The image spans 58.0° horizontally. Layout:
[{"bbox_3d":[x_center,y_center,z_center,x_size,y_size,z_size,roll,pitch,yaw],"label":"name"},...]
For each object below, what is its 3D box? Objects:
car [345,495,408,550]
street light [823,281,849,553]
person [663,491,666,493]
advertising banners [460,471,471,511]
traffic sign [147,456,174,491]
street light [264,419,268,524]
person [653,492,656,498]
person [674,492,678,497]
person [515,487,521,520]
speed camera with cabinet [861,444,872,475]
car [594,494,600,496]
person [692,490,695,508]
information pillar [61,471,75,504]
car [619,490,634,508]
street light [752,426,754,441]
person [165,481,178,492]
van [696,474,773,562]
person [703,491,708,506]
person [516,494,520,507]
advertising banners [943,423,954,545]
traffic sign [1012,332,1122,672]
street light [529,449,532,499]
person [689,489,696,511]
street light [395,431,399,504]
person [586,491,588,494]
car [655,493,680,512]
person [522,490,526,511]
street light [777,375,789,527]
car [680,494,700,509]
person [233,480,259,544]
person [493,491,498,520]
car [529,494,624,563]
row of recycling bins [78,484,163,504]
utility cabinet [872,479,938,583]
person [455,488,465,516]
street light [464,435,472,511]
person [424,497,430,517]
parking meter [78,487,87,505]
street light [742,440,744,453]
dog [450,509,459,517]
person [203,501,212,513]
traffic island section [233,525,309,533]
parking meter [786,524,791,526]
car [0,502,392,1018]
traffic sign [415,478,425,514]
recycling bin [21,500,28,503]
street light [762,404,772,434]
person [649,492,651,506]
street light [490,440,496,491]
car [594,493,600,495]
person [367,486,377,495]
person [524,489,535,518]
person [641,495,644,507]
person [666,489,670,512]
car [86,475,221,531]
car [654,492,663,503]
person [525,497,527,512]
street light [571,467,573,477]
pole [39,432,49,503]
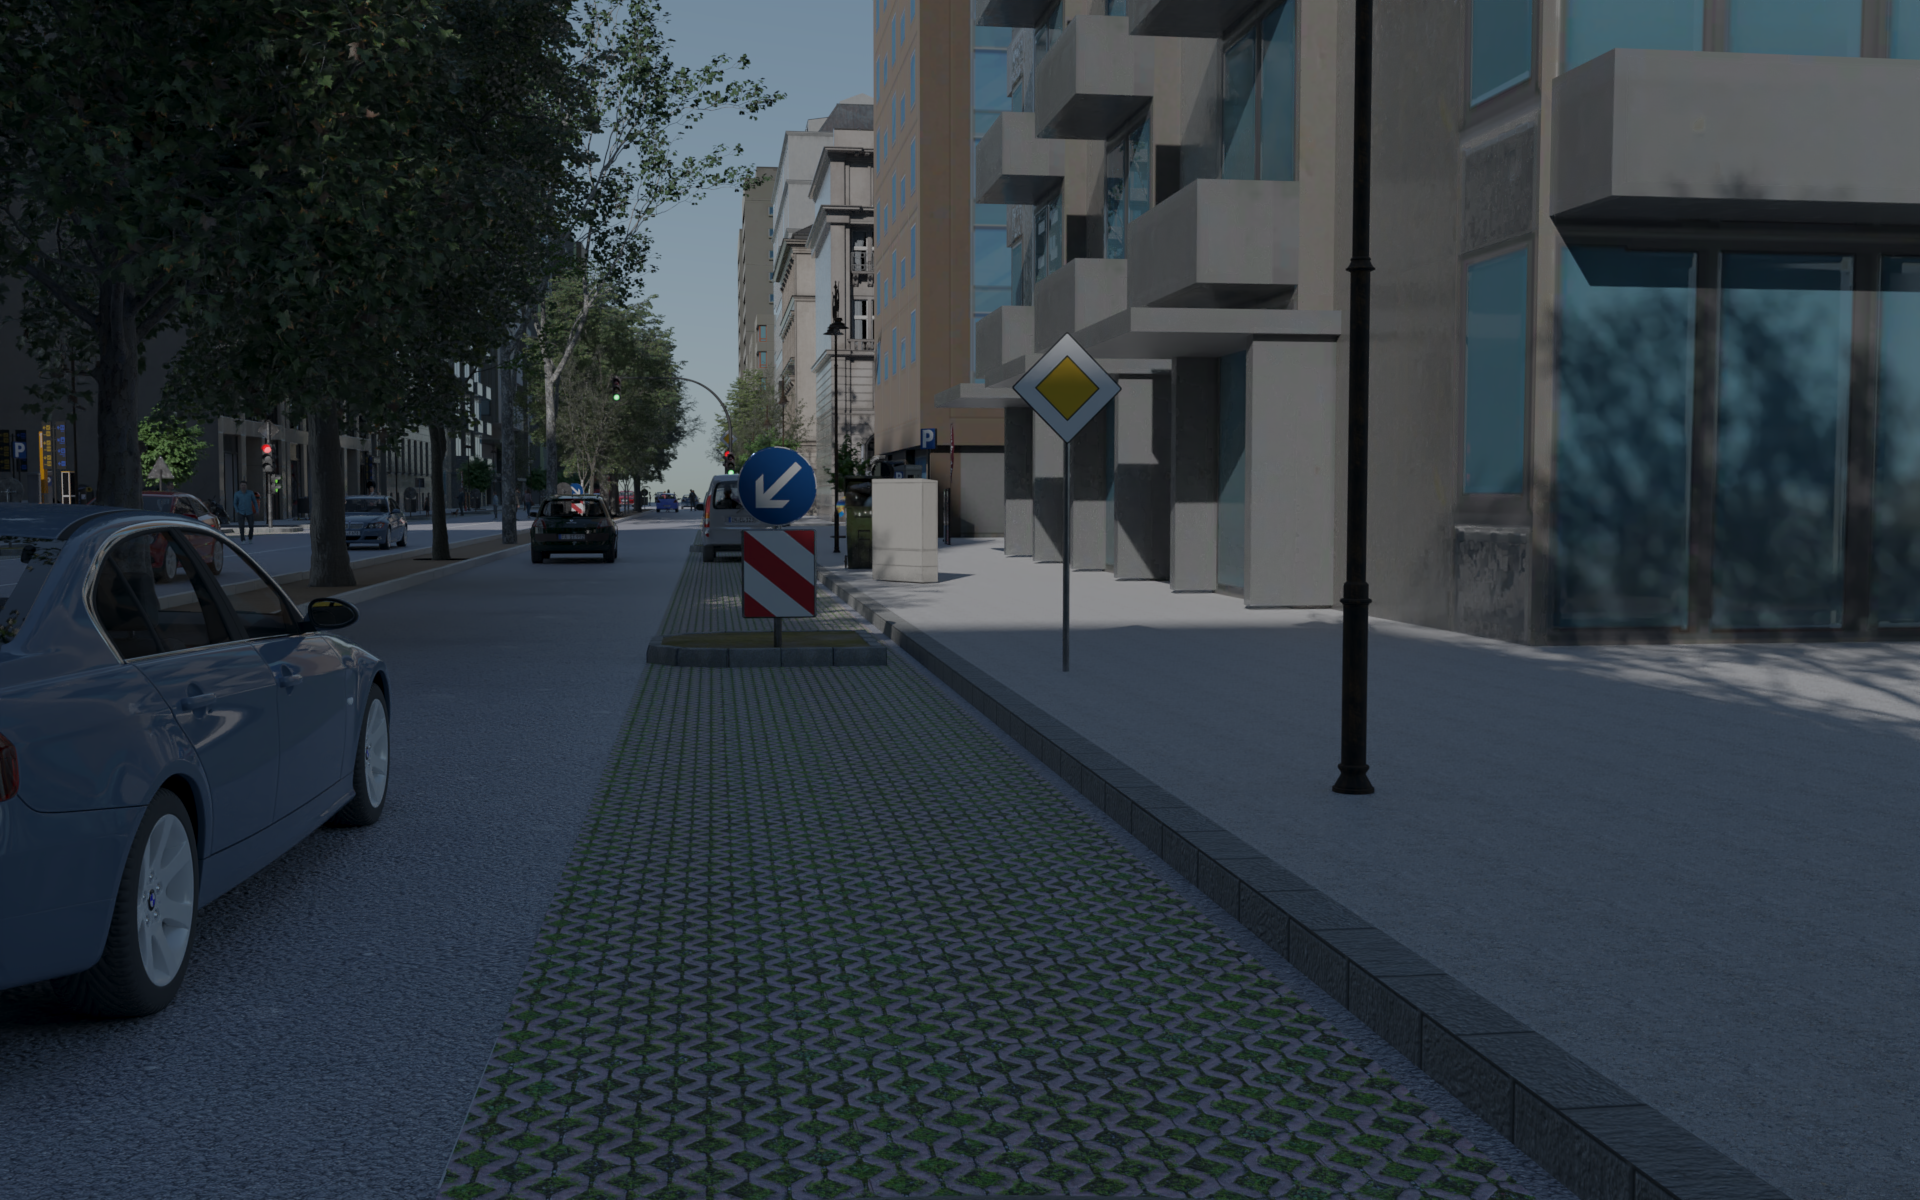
[{"bbox_3d":[-15.781,-2.073,45.904,2.014,1.417,4.499,-1,4,-9],"label":"car"},{"bbox_3d":[-2.695,-3.970,37.699,0.468,5.910,1.993,-1,4,-8],"label":"street light"},{"bbox_3d":[-29.635,-10.099,174.343,1.217,1.743,0.721,2,4,32],"label":"person"},{"bbox_3d":[-37.386,-8.241,130.935,0.090,3.025,2.074,0,4,4],"label":"advertising banners"},{"bbox_3d":[-27.060,-3.587,58.648,0.884,2.594,0.081,0,4,-5],"label":"traffic sign"},{"bbox_3d":[-29.311,-6.139,73.165,0.468,5.910,1.993,-1,4,-8],"label":"street light"},{"bbox_3d":[-53.035,-17.882,301.656,1.217,1.735,0.721,-1,4,-21],"label":"person"},{"bbox_3d":[-50.481,-18.203,306.127,1.348,1.823,0.705,1,4,20],"label":"person"},{"bbox_3d":[-24.267,-5.257,94.626,0.473,1.802,0.592,-2,4,-28],"label":"person"},{"bbox_3d":[-3.323,-4.549,68.714,0.660,3.252,2.038,-3,4,-37],"label":"speed camera with cabinet"},{"bbox_3d":[-26.393,-6.979,123.894,2.009,1.686,4.222,0,4,-6],"label":"car"},{"bbox_3d":[-28.208,-10.698,183.037,1.348,1.869,0.705,2,4,26],"label":"person"},{"bbox_3d":[-28.984,-3.173,56.373,0.304,2.012,0.304,1,4,13],"label":"information pillar"},{"bbox_3d":[-35.628,-10.788,185.058,2.281,1.827,5.304,0,4,-6],"label":"car"},{"bbox_3d":[-14.107,-8.909,118.448,0.468,5.910,1.993,-1,4,-8],"label":"street light"},{"bbox_3d":[-23.886,-2.674,52.326,0.635,1.810,0.391,-3,5,-45],"label":"person"},{"bbox_3d":[-4.749,-1.875,37.675,2.013,2.044,4.112,0,4,-7],"label":"van"},{"bbox_3d":[-8.909,-3.284,62.212,0.660,1.820,0.620,-1,4,-12],"label":"person"},{"bbox_3d":[-20.279,-4.282,78.293,0.659,1.850,0.755,0,4,-6],"label":"person"},{"bbox_3d":[-0.294,-2.904,43.676,0.090,3.025,2.074,0,4,-6],"label":"advertising banners"},{"bbox_3d":[0.763,-0.689,12.455,0.795,2.450,0.064,0,4,-7],"label":"traffic sign"},{"bbox_3d":[-44.358,-12.611,178.983,0.468,5.910,1.993,-1,4,-8],"label":"street light"},{"bbox_3d":[-22.393,-8.372,145.182,0.655,1.846,0.447,-1,4,-13],"label":"person"},{"bbox_3d":[-33.638,-7.984,103.331,0.468,5.910,1.993,-1,4,-8],"label":"street light"},{"bbox_3d":[-40.930,-11.060,189.886,0.990,1.755,0.434,2,4,34],"label":"person"},{"bbox_3d":[-22.986,-7.739,136.122,1.945,1.707,3.694,0,4,-8],"label":"car"},{"bbox_3d":[-37.711,-8.646,150.416,0.990,1.755,0.434,2,4,35],"label":"person"},{"bbox_3d":[-6.863,-5.782,67.319,0.468,5.910,1.993,-1,4,-8],"label":"street light"},{"bbox_3d":[-25.787,-9.385,165.450,2.014,1.417,4.499,-1,4,-9],"label":"car"},{"bbox_3d":[-20.443,-2.512,49.591,0.660,1.820,0.620,-2,4,-30],"label":"person"},{"bbox_3d":[-26.207,-5.345,97.694,0.330,1.601,0.589,0,4,4],"label":"person"},{"bbox_3d":[-8.276,-1.683,37.301,2.009,1.686,4.222,-1,4,-10],"label":"car"},{"bbox_3d":[-35.264,-3.999,72.492,3.534,1.692,1.069,-3,4,-37],"label":"row of recycling bins"},{"bbox_3d":[-0.798,-1.012,25.220,0.318,1.500,1.173,-3,5,-40],"label":"utility cabinet"},{"bbox_3d":[-32.720,-6.402,113.343,0.661,1.801,0.590,3,5,42],"label":"person"},{"bbox_3d":[-37.798,-9.815,133.267,0.468,5.910,1.993,-1,4,-8],"label":"street light"},{"bbox_3d":[-32.128,-5.573,104.280,0.373,1.253,0.362,2,4,34],"label":"person"},{"bbox_3d":[-30.621,-3.175,60.317,0.372,1.533,0.369,0,3,0],"label":"parking meter"},{"bbox_3d":[-18.540,-10.738,148.351,0.468,5.910,1.993,-1,4,-8],"label":"street light"},{"bbox_3d":[-31.096,-5.336,106.530,0.540,0.507,0.406,-1,4,-19],"label":"dog"},{"bbox_3d":[-20.041,-2.009,46.015,0.373,1.253,0.362,-1,4,-10],"label":"person"},{"bbox_3d":[-26.070,-2.640,65.449,2.009,0.180,2.903,-1,4,-8],"label":"traffic island section"},{"bbox_3d":[-6.905,-3.867,68.941,0.255,1.863,0.399,0,4,6],"label":"parking meter"},{"bbox_3d":[-3.203,0.372,5.928,2.014,1.417,4.499,0,4,-7],"label":"car"},{"bbox_3d":[-34.415,-6.619,110.349,0.606,2.300,0.079,0,4,0],"label":"traffic sign"},{"bbox_3d":[-39.062,-3.675,72.646,0.722,1.027,0.722,3,5,43],"label":"recycling bin"},{"bbox_3d":[-9.875,-7.098,88.837,0.468,5.910,1.993,-1,4,-8],"label":"street light"},{"bbox_3d":[-38.156,-12.504,213.627,0.721,1.739,1.217,0,4,-5],"label":"person"},{"bbox_3d":[-40.167,-10.792,149.242,0.468,5.910,1.993,-1,4,-8],"label":"street light"},{"bbox_3d":[-39.410,-10.869,187.293,1.945,1.707,3.694,0,4,-6],"label":"car"},{"bbox_3d":[-26.398,-4.225,77.860,0.520,1.790,0.573,-2,4,-27],"label":"person"},{"bbox_3d":[-25.361,-5.670,101.802,0.593,1.750,0.643,1,4,22],"label":"person"},{"bbox_3d":[-36.505,-11.608,198.420,0.705,1.807,1.348,2,4,33],"label":"person"},{"bbox_3d":[-23.581,-8.050,140.134,0.555,1.821,0.388,-2,4,-34],"label":"person"},{"bbox_3d":[-13.795,-1.227,29.103,2.155,1.783,4.494,-1,4,-8],"label":"car"},{"bbox_3d":[-49.006,-16.848,284.143,2.281,1.827,5.304,-1,4,-9],"label":"car"},{"bbox_3d":[-35.135,-8.029,140.779,0.512,1.701,0.522,-1,4,-13],"label":"person"},{"bbox_3d":[-52.061,-15.869,232.239,0.468,5.910,1.993,-1,4,-8],"label":"street light"},{"bbox_3d":[-29.959,-3.842,56.660,0.158,3.312,0.155,0,3,0],"label":"pole"}]
